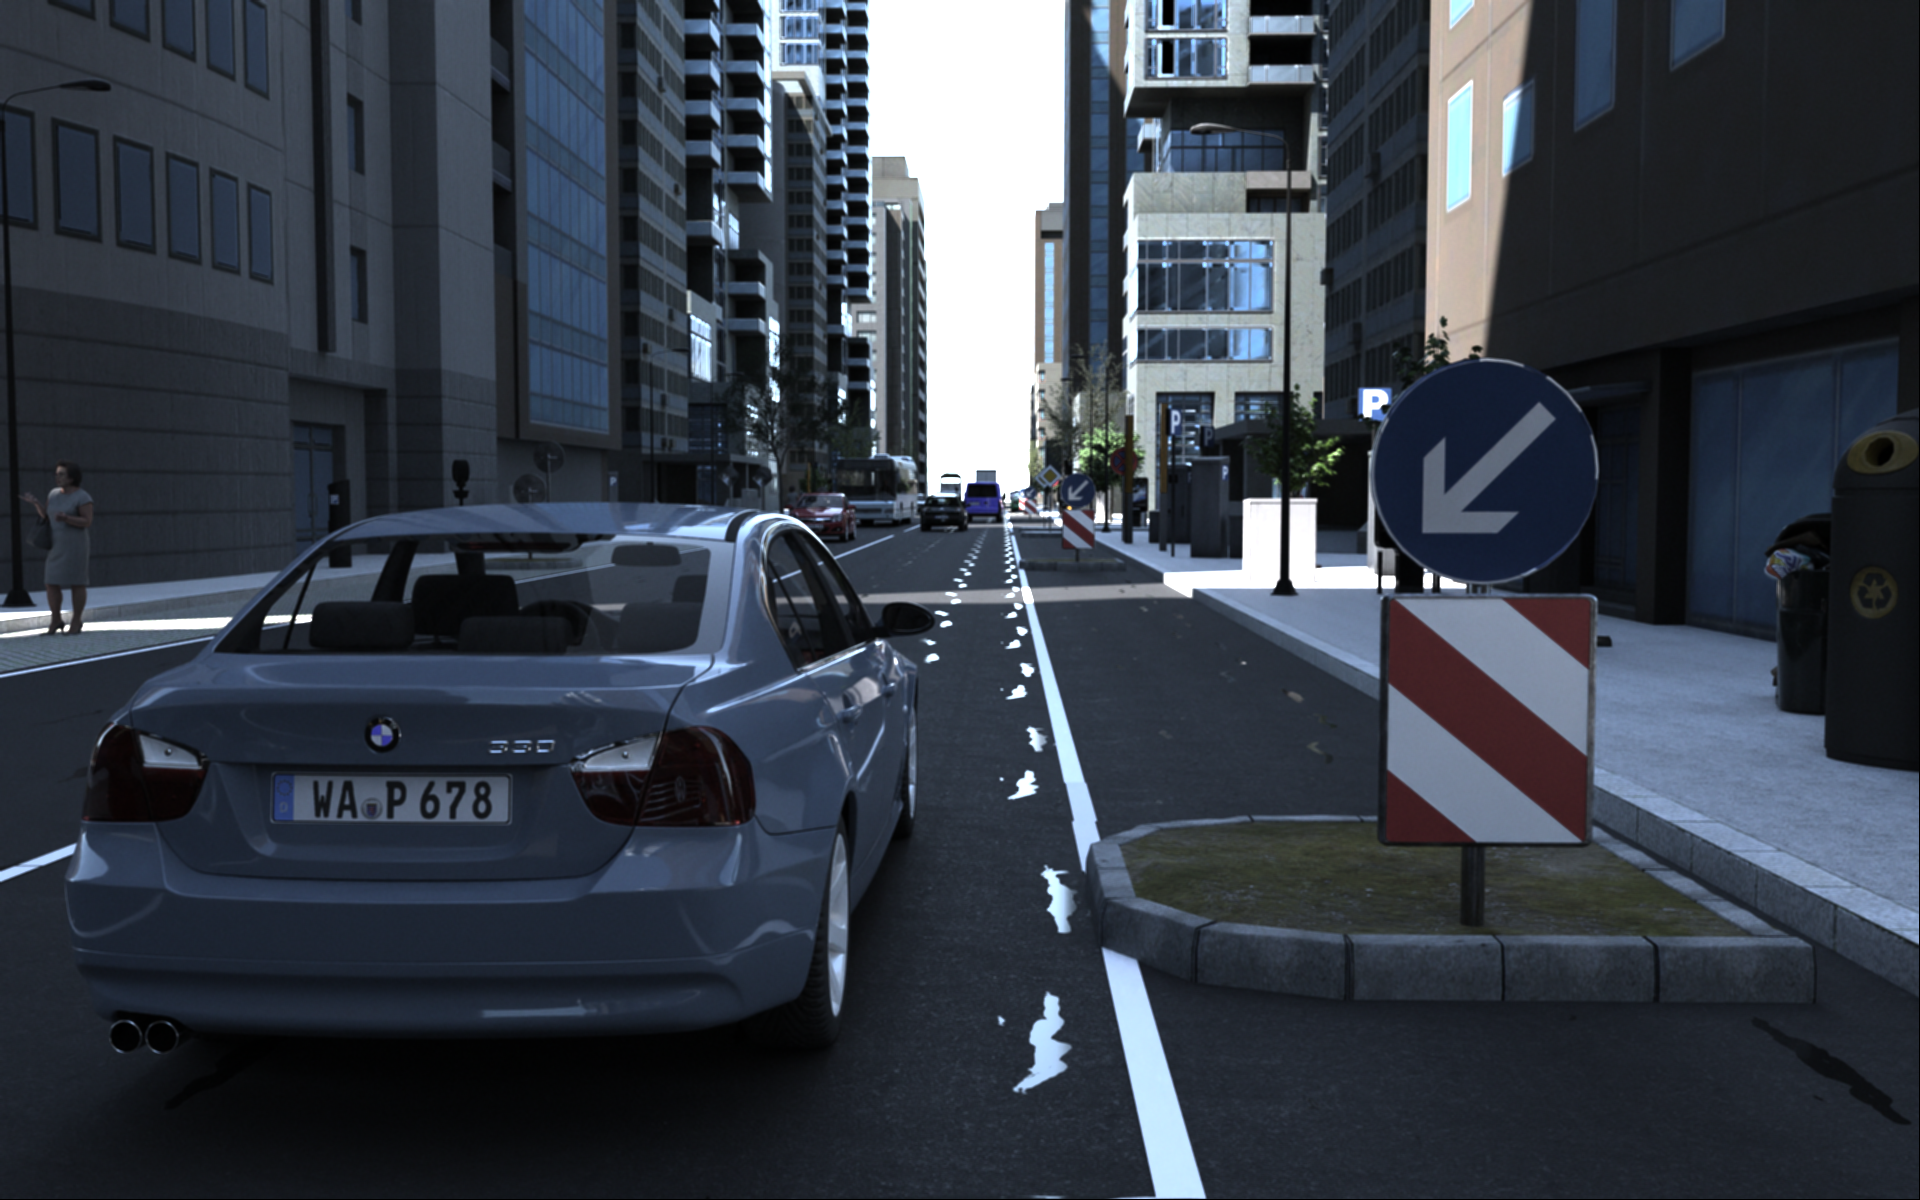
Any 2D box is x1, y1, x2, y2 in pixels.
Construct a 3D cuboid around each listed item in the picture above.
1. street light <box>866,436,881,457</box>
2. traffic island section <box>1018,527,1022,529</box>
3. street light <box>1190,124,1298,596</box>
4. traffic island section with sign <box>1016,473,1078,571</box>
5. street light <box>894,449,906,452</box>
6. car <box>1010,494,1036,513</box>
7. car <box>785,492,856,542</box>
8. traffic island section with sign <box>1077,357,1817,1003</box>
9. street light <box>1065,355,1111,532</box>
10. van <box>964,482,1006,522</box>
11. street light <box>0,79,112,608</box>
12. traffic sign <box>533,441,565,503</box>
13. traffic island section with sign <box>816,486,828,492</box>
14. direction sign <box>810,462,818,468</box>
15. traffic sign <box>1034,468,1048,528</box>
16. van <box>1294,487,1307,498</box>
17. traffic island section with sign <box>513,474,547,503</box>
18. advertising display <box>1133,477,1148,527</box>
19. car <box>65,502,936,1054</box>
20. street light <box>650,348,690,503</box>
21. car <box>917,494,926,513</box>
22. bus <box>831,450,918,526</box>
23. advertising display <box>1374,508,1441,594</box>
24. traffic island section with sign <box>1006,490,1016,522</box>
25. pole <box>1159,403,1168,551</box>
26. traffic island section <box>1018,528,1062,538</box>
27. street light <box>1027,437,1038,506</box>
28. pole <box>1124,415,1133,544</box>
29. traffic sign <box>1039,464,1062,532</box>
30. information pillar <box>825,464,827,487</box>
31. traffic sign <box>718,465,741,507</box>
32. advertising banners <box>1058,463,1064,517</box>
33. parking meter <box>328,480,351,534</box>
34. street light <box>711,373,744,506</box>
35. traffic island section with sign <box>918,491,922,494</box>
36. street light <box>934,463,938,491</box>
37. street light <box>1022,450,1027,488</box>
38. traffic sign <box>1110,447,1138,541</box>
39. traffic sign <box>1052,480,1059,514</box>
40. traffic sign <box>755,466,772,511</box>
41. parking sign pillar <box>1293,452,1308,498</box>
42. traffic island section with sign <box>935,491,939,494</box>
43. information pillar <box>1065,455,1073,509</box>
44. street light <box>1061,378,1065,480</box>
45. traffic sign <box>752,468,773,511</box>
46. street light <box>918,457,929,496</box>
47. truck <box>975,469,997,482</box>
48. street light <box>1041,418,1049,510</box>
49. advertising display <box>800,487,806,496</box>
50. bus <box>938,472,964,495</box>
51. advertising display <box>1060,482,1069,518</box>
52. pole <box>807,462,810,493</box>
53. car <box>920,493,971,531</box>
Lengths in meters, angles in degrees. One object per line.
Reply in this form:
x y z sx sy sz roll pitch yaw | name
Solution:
-7.172 -10.416 142.848 1.470 5.913 1.316 0 4 1 | street light
3.245 -2.689 66.254 2.009 0.180 2.903 0 4 1 | traffic island section
3.589 -3.018 21.889 1.470 5.913 1.316 0 4 1 | street light
2.128 -1.509 33.296 1.989 1.847 2.006 0 4 1 | traffic island section with sign
-6.292 -12.634 179.100 1.470 5.913 1.316 0 4 1 | street light
4.657 -7.288 127.953 1.959 1.807 4.718 0 4 0 | car
-4.209 -2.683 52.908 2.155 1.783 4.494 0 4 1 | car
1.444 0.171 5.840 1.989 1.847 2.006 0 4 1 | traffic island section with sign
4.365 -5.223 57.932 1.470 5.913 1.316 0 4 1 | street light
1.239 -5.213 89.624 2.240 2.365 5.245 0 4 3 | van
-10.194 -2.875 19.549 1.470 5.913 1.316 0 4 1 | street light
-9.875 -2.538 41.609 0.768 2.556 0.104 0 4 5 | traffic sign
-7.058 -4.912 88.945 1.989 1.847 2.006 0 4 1 | traffic island section with sign
-10.418 -8.013 123.004 0.876 3.537 0.379 3 4 39 | direction sign
3.221 -3.825 66.177 0.795 2.450 0.064 0 4 1 | traffic sign
14.147 -3.410 62.768 4.112 2.044 2.013 0 4 1 | van
-8.404 -1.519 33.460 1.989 1.847 2.006 0 4 1 | traffic island section with sign
6.837 -3.787 67.139 0.974 1.923 0.123 2 4 33 | advertising display
-1.116 0.379 5.800 2.014 1.417 4.499 0 4 2 | car
-9.286 -5.057 55.223 1.470 5.913 1.316 0 4 1 | street light
-3.109 -6.689 119.157 2.009 1.686 4.222 0 4 -1 | car
-3.742 -5.211 80.064 2.948 3.499 13.247 0 4 3 | bus
5.805 -1.046 22.324 0.974 1.923 0.123 -1 4 -16 | advertising display
3.470 -4.888 88.554 1.989 1.847 2.006 0 4 1 | traffic island section with sign
4.584 -2.764 39.036 0.158 3.312 0.155 0 3 0 | pole
3.051 -2.201 58.271 2.009 0.180 2.903 0 4 1 | traffic island section
6.566 -10.587 145.642 1.470 5.913 1.316 0 4 1 | street light
4.374 -3.121 44.870 0.158 3.312 0.155 0 3 0 | pole
3.027 -3.337 58.195 0.795 2.450 0.064 0 4 1 | traffic sign
-10.361 -8.731 134.098 0.183 3.616 0.504 -1 4 -8 | information pillar
-7.764 -3.354 58.477 0.795 2.450 0.064 0 4 1 | traffic sign
5.676 -6.170 97.072 0.090 3.025 2.074 1 4 11 | advertising banners
-10.850 -1.338 30.289 0.372 1.533 0.369 0 3 0 | parking meter
-8.951 -5.735 66.311 1.470 5.913 1.316 0 4 1 | street light
-4.506 -11.279 193.032 1.989 1.847 2.006 0 4 1 | traffic island section with sign
-4.202 -17.696 261.864 1.470 5.913 1.316 0 4 1 | street light
7.525 -12.769 181.315 1.470 5.913 1.316 0 4 1 | street light
4.445 -2.871 47.053 0.768 2.556 0.104 0 4 4 | traffic sign
6.078 -6.930 113.404 0.768 2.556 0.104 0 4 3 | traffic sign
-8.964 -4.832 79.112 0.768 2.556 0.104 0 4 3 | traffic sign
13.161 -4.727 65.764 1.447 3.967 1.447 -1 4 -19 | parking sign pillar
-2.496 -16.350 275.944 1.989 1.847 2.006 0 4 1 | traffic island section with sign
6.385 -6.732 101.429 0.504 3.616 0.183 1 4 20 | information pillar
4.717 -5.921 69.357 1.470 5.913 1.316 0 4 1 | street light
-7.569 -3.842 66.460 0.795 2.450 0.064 0 4 1 | traffic sign
-5.193 -15.503 226.015 1.470 5.913 1.316 0 4 1 | street light
3.072 -12.984 201.205 2.839 4.237 11.283 0 4 1 | truck
5.725 -8.117 105.247 1.470 5.913 1.316 0 4 1 | street light
-11.133 -7.339 125.214 0.974 1.923 0.123 2 4 24 | advertising display
-1.053 -12.572 197.096 2.896 3.916 12.252 0 4 0 | bus
5.654 -5.410 93.672 0.123 1.923 0.974 -1 4 -23 | advertising display
-9.760 -7.214 111.792 0.158 3.312 0.155 0 3 0 | pole
-0.604 -3.571 68.168 2.009 1.686 4.222 0 4 3 | car
